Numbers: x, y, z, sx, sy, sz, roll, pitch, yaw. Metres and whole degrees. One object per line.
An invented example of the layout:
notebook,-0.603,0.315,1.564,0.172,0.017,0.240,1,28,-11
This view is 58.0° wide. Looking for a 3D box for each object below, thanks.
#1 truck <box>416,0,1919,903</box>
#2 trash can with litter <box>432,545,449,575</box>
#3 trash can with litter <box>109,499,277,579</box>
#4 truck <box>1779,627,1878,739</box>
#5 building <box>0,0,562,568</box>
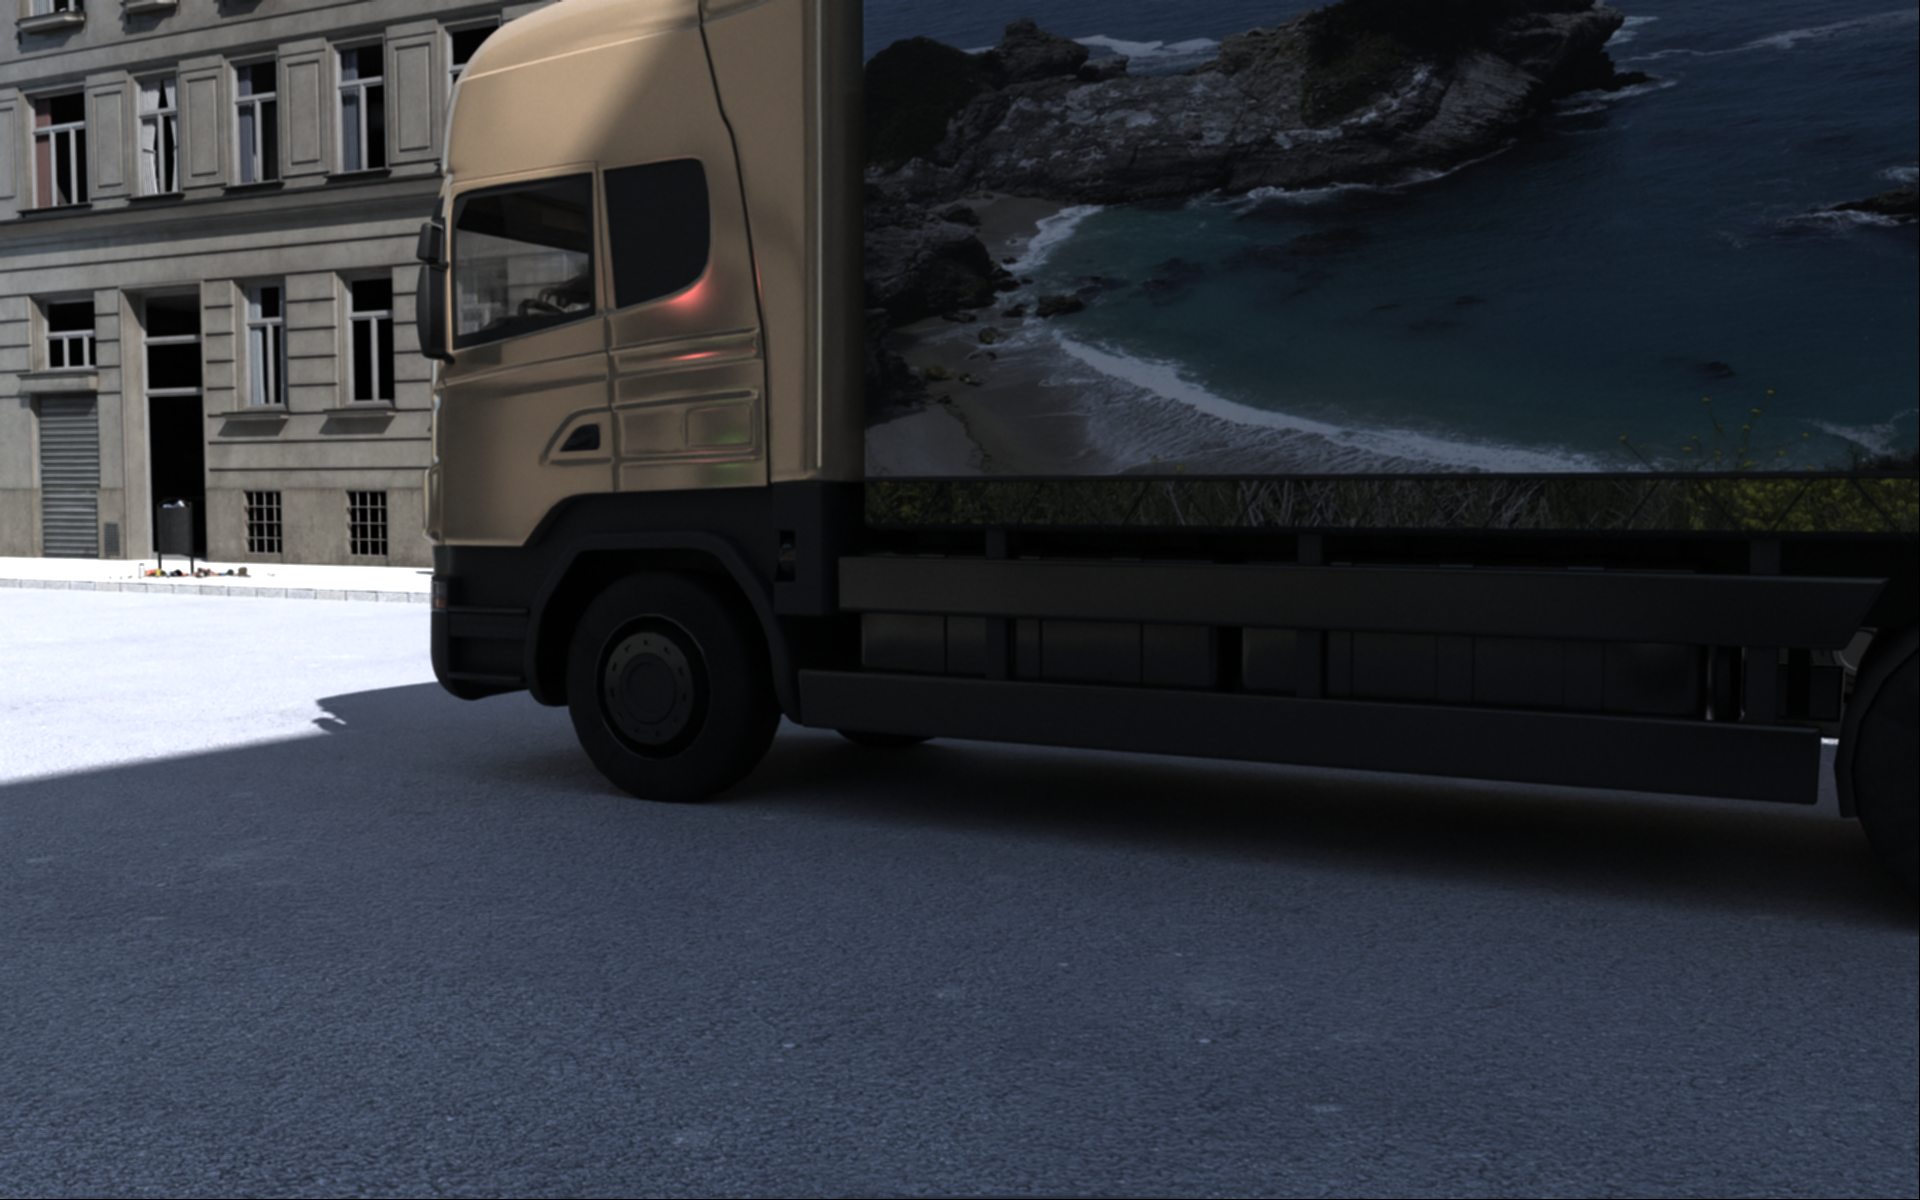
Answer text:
truck,2.115,-1.124,7.296,11.283,4.237,2.839,2,4,29
trash can with litter,-7.891,-0.988,27.547,1.055,1.170,0.624,-1,4,-8
trash can with litter,-11.813,-0.965,26.836,2.233,1.210,1.678,0,4,-1
truck,2.686,-1.441,12.474,11.283,4.237,2.839,2,4,27
building,-3.758,-12.316,34.651,30.059,22.955,16.112,2,4,27
